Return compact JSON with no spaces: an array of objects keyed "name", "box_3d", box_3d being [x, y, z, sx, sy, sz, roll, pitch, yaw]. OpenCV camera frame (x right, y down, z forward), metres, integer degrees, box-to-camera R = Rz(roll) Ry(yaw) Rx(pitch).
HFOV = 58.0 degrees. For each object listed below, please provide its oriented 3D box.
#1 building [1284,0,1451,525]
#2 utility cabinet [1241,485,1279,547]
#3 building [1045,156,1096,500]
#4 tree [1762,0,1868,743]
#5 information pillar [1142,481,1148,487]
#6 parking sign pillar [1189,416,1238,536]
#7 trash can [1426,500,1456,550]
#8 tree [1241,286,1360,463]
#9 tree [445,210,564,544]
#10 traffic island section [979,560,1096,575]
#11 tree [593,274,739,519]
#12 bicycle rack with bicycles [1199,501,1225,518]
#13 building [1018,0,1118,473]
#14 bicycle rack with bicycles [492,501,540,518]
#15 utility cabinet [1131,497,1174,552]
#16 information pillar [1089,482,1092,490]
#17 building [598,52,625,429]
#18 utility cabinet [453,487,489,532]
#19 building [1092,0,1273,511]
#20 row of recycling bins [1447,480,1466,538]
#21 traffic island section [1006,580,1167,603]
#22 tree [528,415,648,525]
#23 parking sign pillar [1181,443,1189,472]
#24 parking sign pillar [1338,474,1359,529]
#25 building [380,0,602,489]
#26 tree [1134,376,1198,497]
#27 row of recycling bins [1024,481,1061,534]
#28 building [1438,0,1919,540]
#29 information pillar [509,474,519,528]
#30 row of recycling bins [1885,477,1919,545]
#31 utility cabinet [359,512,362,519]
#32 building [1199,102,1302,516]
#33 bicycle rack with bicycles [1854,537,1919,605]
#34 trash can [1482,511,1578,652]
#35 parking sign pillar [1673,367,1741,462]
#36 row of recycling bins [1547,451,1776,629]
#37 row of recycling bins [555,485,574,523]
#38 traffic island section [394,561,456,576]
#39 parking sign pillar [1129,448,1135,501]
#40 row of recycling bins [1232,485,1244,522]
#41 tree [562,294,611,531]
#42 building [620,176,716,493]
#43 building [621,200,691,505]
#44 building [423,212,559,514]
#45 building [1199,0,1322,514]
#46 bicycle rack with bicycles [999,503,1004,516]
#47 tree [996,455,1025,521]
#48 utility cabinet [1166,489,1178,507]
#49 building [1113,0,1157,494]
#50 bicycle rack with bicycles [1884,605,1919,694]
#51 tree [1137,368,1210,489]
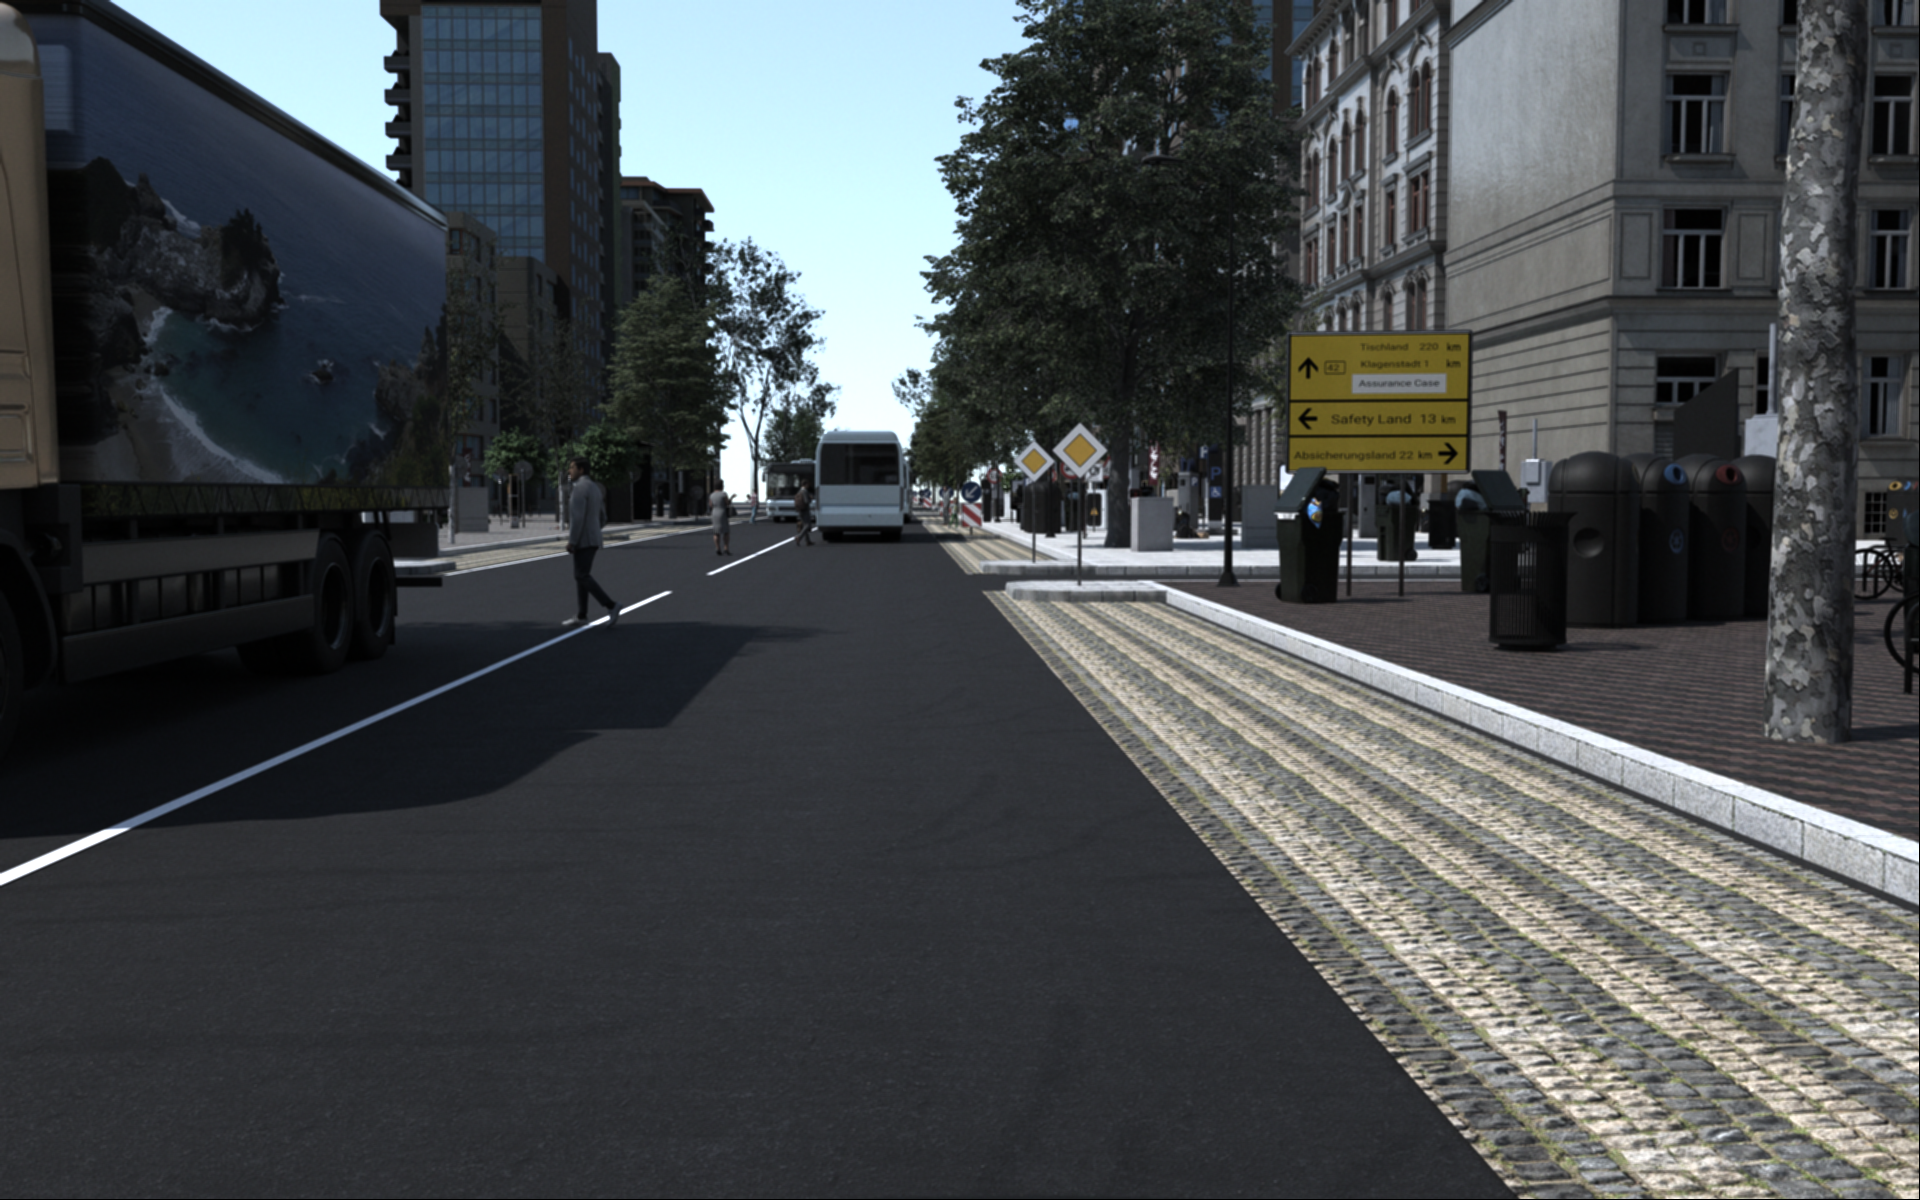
[{"name":"building","box_3d":[23.643,-17.675,76.379,14.401,28.519,23.554,0,4,-2]},{"name":"utility cabinet","box_3d":[7.313,-1.996,41.313,1.173,1.500,0.318,-1,4,-14]},{"name":"building","box_3d":[21.623,-34.655,221.238,22.147,44.769,28.867,0,4,-2]},{"name":"tree","box_3d":[5.688,-9.385,9.334,12.611,20.169,13.585,0,3,0]},{"name":"information pillar","box_3d":[10.417,-5.677,97.304,0.304,2.012,0.304,2,4,28]},{"name":"parking sign pillar","box_3d":[7.980,-4.015,54.115,1.447,3.967,1.447,0,4,7]},{"name":"trash can","box_3d":[11.166,-1.739,40.094,0.748,1.137,0.748,0,3,0]},{"name":"tree","box_3d":[11.761,-6.738,60.527,4.737,8.622,4.395,0,3,0]},{"name":"tree","box_3d":[-13.344,-5.760,44.541,4.360,8.622,3.978,0,3,0]},{"name":"traffic island section","box_3d":[1.395,-0.607,32.207,2.009,0.180,2.903,0,4,-2]},{"name":"tree","box_3d":[-15.312,-10.527,90.243,7.486,12.596,7.792,0,3,0]},{"name":"bicycle rack with bicycles","box_3d":[13.855,-4.924,93.894,2.852,0.926,2.925,0,4,-6]},{"name":"building","box_3d":[20.703,-57.319,249.828,22.319,86.520,31.000,0,4,-2]},{"name":"bicycle rack with bicycles","box_3d":[-24.376,-5.022,95.494,2.852,0.926,2.925,-2,4,-27]},{"name":"utility cabinet","box_3d":[4.289,-1.685,38.710,1.020,1.237,0.306,-2,4,-34]},{"name":"information pillar","box_3d":[5.894,-5.287,77.804,0.183,3.616,0.504,-1,4,-12]},{"name":"building","box_3d":[-38.394,-28.864,155.524,14.154,41.232,14.086,0,4,-2]},{"name":"utility cabinet","box_3d":[-16.277,-2.985,57.479,1.173,1.500,0.318,-2,4,-28]},{"name":"building","box_3d":[20.115,-31.342,162.555,14.600,45.320,14.200,0,4,-2]},{"name":"row of recycling bins","box_3d":[15.299,-2.780,52.571,1.069,1.692,3.534,1,4,23]},{"name":"traffic island section","box_3d":[1.689,-0.119,24.227,2.009,0.180,2.903,0,4,-2]},{"name":"tree","box_3d":[-14.598,-5.376,71.615,4.285,4.588,4.351,0,3,0]},{"name":"parking sign pillar","box_3d":[11.932,-6.208,89.980,1.447,3.967,1.447,-1,4,-19]},{"name":"parking sign pillar","box_3d":[14.498,-4.646,64.427,1.447,3.967,1.447,2,4,31]},{"name":"building","box_3d":[-37.525,-30.042,141.305,14.600,45.320,14.200,0,4,-2]},{"name":"tree","box_3d":[12.304,-9.284,102.161,4.360,8.622,3.978,0,3,0]},{"name":"row of recycling bins","box_3d":[2.680,-3.081,57.485,1.069,1.692,3.534,0,4,-5]},{"name":"building","box_3d":[31.766,-13.547,54.778,30.059,22.955,16.112,0,4,-2]},{"name":"information pillar","box_3d":[-16.682,-3.688,64.793,0.304,2.012,0.304,-2,4,-23]},{"name":"row of recycling bins","box_3d":[22.457,-2.028,40.264,1.069,1.692,3.534,1,4,14]},{"name":"utility cabinet","box_3d":[-14.238,-1.909,39.899,1.173,1.500,0.318,-2,4,-28]},{"name":"building","box_3d":[20.642,-16.469,98.147,11.050,23.489,19.941,0,4,-2]},{"name":"bicycle rack with bicycles","box_3d":[12.465,-0.494,21.459,2.925,0.926,2.852,2,4,25]},{"name":"trash can","box_3d":[4.685,-0.160,14.272,0.748,1.137,0.748,0,3,0]},{"name":"parking sign pillar","box_3d":[16.125,-2.993,37.414,1.447,3.967,1.447,3,5,42]},{"name":"row of recycling bins","box_3d":[7.234,-0.641,17.590,3.534,1.692,1.069,-2,4,-33]},{"name":"row of recycling bins","box_3d":[-17.522,-4.310,77.587,1.069,1.692,3.534,-1,4,-21]},{"name":"traffic island section","box_3d":[-10.489,-0.581,31.775,2.009,0.180,2.903,0,4,-2]},{"name":"parking sign pillar","box_3d":[8.954,-6.527,95.182,1.447,3.967,1.447,0,4,0]},{"name":"row of recycling bins","box_3d":[13.883,-4.422,79.419,3.534,1.692,1.069,-2,4,-33]},{"name":"tree","box_3d":[-14.020,-6.724,60.292,4.360,8.622,3.978,0,3,0]},{"name":"building","box_3d":[-45.877,-35.868,241.060,22.147,44.769,28.867,0,4,-2]},{"name":"building","box_3d":[-49.678,-31.969,214.575,32.217,40.220,23.993,0,4,-2]},{"name":"building","box_3d":[-44.634,-16.829,120.198,27.650,21.520,28.899,0,4,-2]},{"name":"building","box_3d":[21.115,-28.614,117.952,14.600,45.320,14.200,0,4,-2]},{"name":"bicycle rack with bicycles","box_3d":[3.383,-5.377,101.288,2.925,0.926,2.852,0,4,-8]},{"name":"tree","box_3d":[2.440,-5.385,82.653,1.663,3.219,1.824,0,3,0]},{"name":"utility cabinet","box_3d":[10.266,-4.535,82.832,0.318,1.500,1.173,-1,4,-22]},{"name":"building","box_3d":[24.371,-31.844,140.259,23.786,49.044,30.456,0,4,-2]},{"name":"bicycle rack with bicycles","box_3d":[7.336,0.141,11.077,2.852,0.926,2.925,-2,4,-33]},{"name":"tree","box_3d":[10.066,-7.843,78.599,4.737,8.622,4.395,0,3,0]}]
